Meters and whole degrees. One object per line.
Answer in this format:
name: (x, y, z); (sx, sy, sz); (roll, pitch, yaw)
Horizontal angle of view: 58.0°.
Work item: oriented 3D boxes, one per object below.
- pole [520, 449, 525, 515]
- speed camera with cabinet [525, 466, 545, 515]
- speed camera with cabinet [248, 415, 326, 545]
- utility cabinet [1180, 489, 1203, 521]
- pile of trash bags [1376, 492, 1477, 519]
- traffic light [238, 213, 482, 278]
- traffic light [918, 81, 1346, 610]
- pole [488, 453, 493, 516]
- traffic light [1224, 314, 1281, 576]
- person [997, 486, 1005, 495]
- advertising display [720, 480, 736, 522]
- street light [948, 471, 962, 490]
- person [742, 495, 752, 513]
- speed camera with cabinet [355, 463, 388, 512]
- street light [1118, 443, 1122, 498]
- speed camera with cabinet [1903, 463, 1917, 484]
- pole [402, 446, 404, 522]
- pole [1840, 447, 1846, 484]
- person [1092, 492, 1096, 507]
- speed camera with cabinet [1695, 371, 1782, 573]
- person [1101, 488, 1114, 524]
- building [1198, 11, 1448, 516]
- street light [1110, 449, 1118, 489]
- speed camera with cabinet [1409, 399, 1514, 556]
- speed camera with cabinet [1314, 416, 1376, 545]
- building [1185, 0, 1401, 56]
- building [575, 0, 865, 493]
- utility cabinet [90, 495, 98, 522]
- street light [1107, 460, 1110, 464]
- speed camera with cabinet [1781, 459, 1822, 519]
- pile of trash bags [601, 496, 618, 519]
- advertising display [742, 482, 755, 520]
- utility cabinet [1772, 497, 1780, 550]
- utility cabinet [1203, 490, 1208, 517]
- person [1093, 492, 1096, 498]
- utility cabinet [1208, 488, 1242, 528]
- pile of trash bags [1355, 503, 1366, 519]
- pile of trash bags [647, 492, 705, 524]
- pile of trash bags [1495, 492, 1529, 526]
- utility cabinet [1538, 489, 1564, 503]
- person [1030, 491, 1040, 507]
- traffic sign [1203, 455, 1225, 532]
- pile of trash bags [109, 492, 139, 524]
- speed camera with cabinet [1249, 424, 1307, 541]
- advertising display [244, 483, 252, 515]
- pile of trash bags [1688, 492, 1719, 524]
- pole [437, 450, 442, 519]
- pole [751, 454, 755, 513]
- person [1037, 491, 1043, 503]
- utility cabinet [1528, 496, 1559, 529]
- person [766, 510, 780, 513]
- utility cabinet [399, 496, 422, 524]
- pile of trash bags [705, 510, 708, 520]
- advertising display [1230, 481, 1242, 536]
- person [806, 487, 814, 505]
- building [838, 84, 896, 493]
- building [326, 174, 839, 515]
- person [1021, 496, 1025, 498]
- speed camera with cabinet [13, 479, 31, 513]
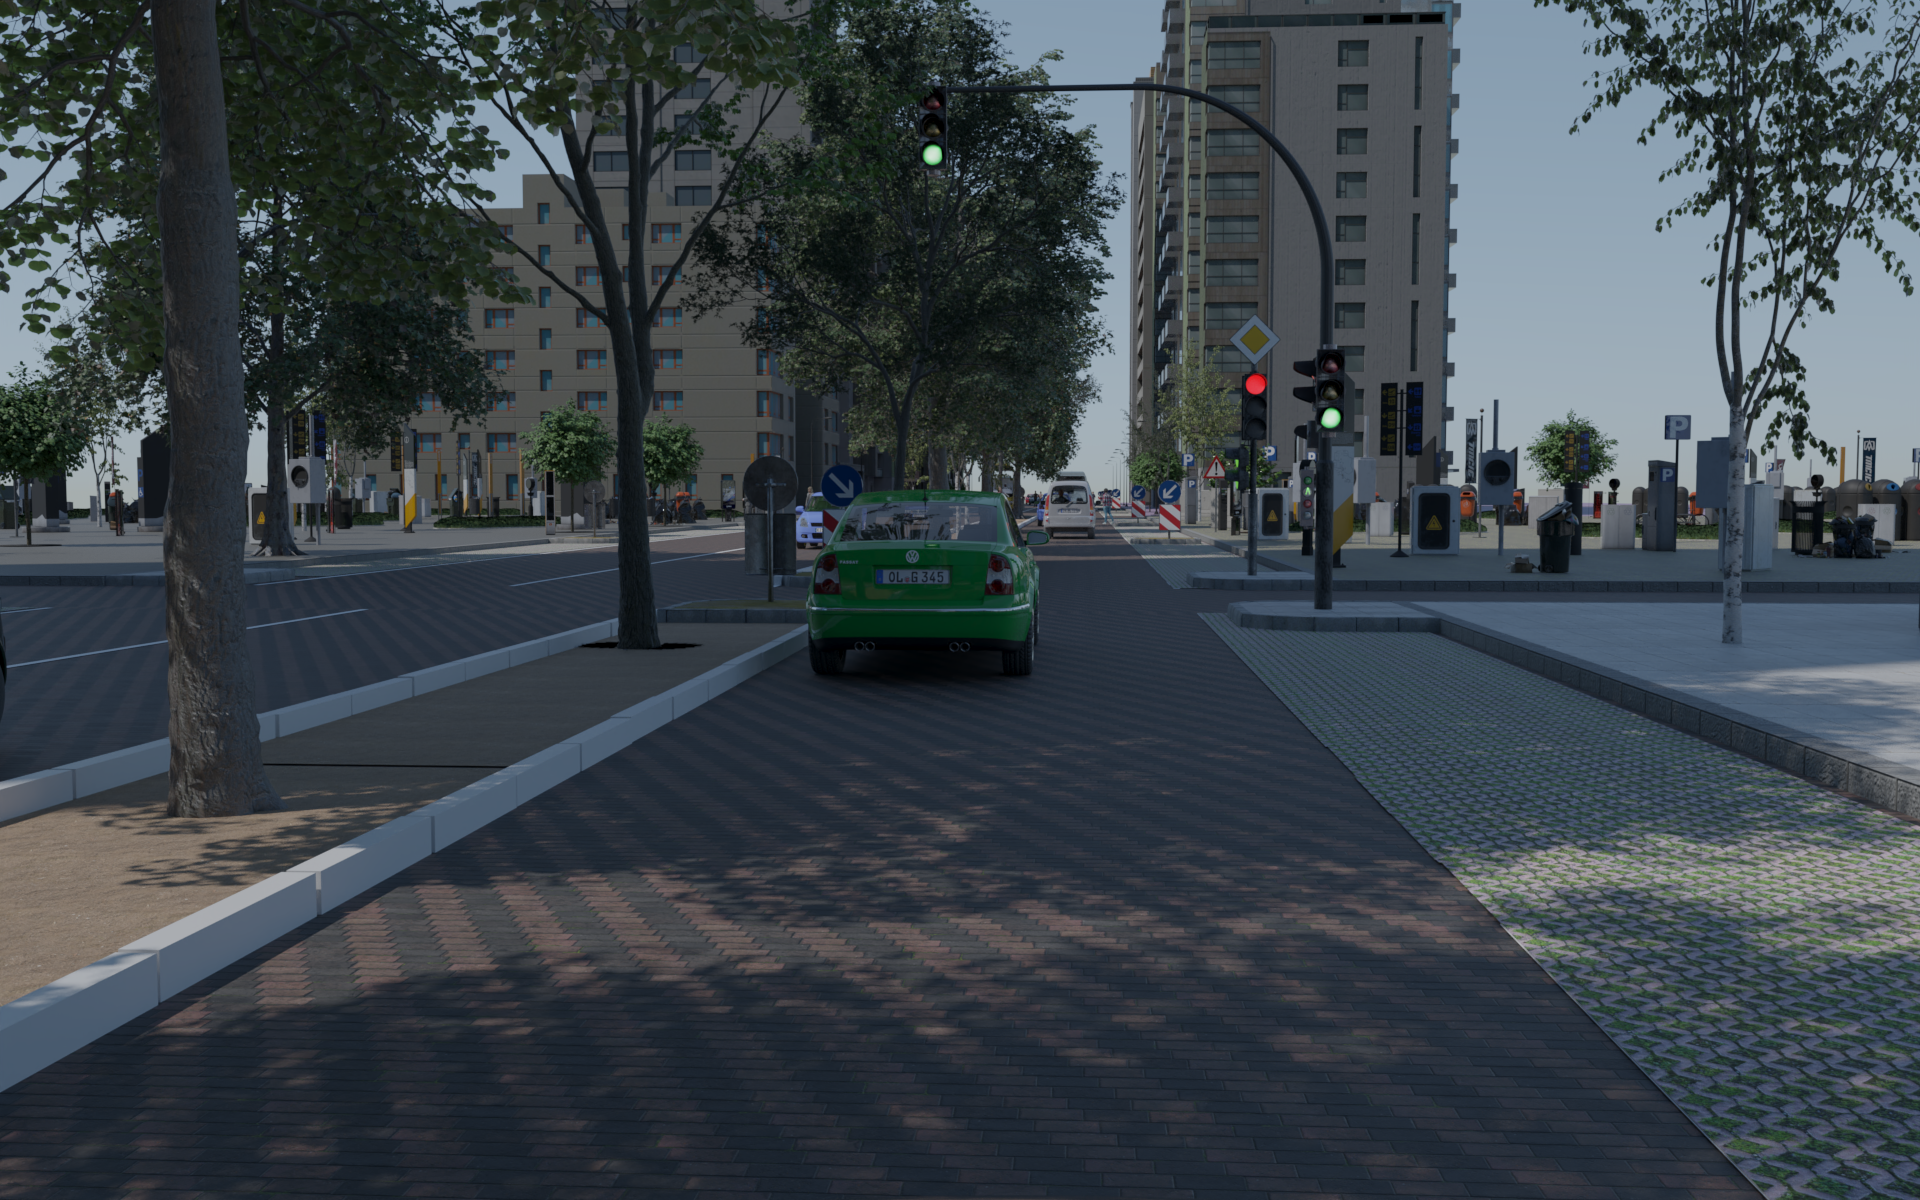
pole: (-19.871, -5.186, 78.633); (0.158, 3.312, 0.155); (0, 3, 0)
speed camera with cabinet: (-23.976, -6.339, 97.974); (0.660, 3.252, 2.038); (1, 4, 15)
speed camera with cabinet: (-16.960, -3.013, 43.593); (2.038, 3.252, 0.660); (1, 4, 23)
utility cabinet: (11.007, -4.546, 83.003); (0.318, 1.500, 1.173); (-2, 4, -33)
pile of trash bags: (17.779, -3.402, 65.381); (3.447, 1.369, 1.912); (2, 4, 34)
traffic light: (-10.189, -3.277, 28.254); (4.771, 5.953, 1.251); (0, 4, 4)
traffic light: (1.935, -2.726, 19.238); (4.771, 5.953, 1.251); (0, 4, 4)
pole: (-23.433, -5.667, 86.506); (0.158, 3.312, 0.155); (0, 3, 0)
traffic light: (4.588, -2.341, 27.199); (0.839, 4.253, 0.868); (0, 4, 4)
person: (1.929, -4.595, 83.638); (0.555, 1.821, 0.388); (-1, 4, -16)
advertising display: (-10.744, -4.590, 80.260); (0.123, 1.923, 0.974); (2, 4, 31)
street light: (-0.850, -14.590, 211.080); (1.470, 5.913, 1.316); (0, 4, 4)
person: (-9.270, -4.109, 75.492); (0.447, 1.846, 0.655); (0, 4, -3)
speed camera with cabinet: (-33.536, -6.389, 98.792); (0.660, 3.252, 2.038); (2, 4, 27)
street light: (15.114, -11.176, 155.272); (1.470, 5.913, 1.316); (0, 4, 4)
speed camera with cabinet: (49.831, -5.918, 91.101); (0.660, 3.252, 2.038); (1, 4, 19)
pole: (-23.116, -4.793, 72.204); (0.158, 3.312, 0.155); (0, 3, 0)
pole: (37.993, -4.940, 74.609); (0.158, 3.312, 0.155); (0, 3, 0)
person: (14.816, -11.231, 193.050); (0.530, 1.710, 0.541); (-2, 4, -29)
speed camera with cabinet: (12.822, -2.098, 28.633); (0.660, 3.252, 2.038); (3, 5, 44)
person: (7.040, -4.491, 82.760); (0.563, 1.720, 0.643); (-3, 4, -37)
building: (21.939, -20.590, 108.346); (14.160, 30.474, 14.107); (0, 4, 4)
street light: (17.636, -13.418, 191.931); (1.470, 5.913, 1.316); (0, 4, 4)
speed camera with cabinet: (10.480, -2.560, 36.185); (2.038, 3.252, 0.660); (1, 4, 11)
speed camera with cabinet: (9.875, -3.066, 44.467); (0.660, 3.252, 2.038); (-1, 4, -19)
building: (22.795, -26.839, 122.406); (14.154, 41.232, 14.086); (0, 4, 4)
building: (-18.676, -43.065, 142.364); (20.563, 71.187, 20.611); (0, 4, 4)
utility cabinet: (-40.708, -4.297, 81.425); (0.306, 1.237, 1.020); (-2, 4, -24)
street light: (19.389, -14.855, 215.417); (1.470, 5.913, 1.316); (0, 4, 4)
speed camera with cabinet: (33.716, -4.632, 70.072); (2.038, 3.252, 0.660); (1, 4, 23)
pile of trash bags: (-17.405, -4.923, 90.248); (1.912, 1.369, 3.447); (2, 4, 27)
advertising display: (-10.415, -4.908, 85.463); (0.123, 1.923, 0.974); (2, 4, 27)
utility cabinet: (18.731, -1.773, 40.147); (0.306, 1.237, 1.020); (3, 4, 36)
utility cabinet: (13.572, -5.351, 96.160); (1.173, 1.500, 0.318); (3, 5, 44)
person: (17.410, -13.355, 227.376); (1.217, 1.766, 0.721); (-3, 5, -44)
utility cabinet: (9.997, -3.440, 64.925); (1.173, 1.500, 0.318); (3, 4, 38)
pile of trash bags: (19.699, -4.551, 84.160); (1.912, 1.369, 3.447); (0, 4, -5)
pile of trash bags: (-12.499, -4.066, 76.239); (1.912, 1.369, 3.447); (0, 4, -2)
pile of trash bags: (23.042, -3.769, 71.383); (1.912, 1.369, 3.447); (1, 4, 13)
utility cabinet: (25.844, -4.093, 75.598); (0.318, 1.500, 1.173); (-3, 5, -44)
person: (8.382, -11.265, 192.698); (1.348, 1.821, 0.705); (-2, 4, -31)
traffic sign: (8.597, -3.556, 58.138); (0.884, 2.594, 0.081); (0, 4, 7)
pile of trash bags: (-36.227, -4.054, 76.034); (1.912, 1.369, 3.447); (0, 4, 4)
speed camera with cabinet: (9.089, -3.298, 48.260); (2.038, 3.252, 0.660); (-1, 4, -18)
advertising display: (-40.776, -5.743, 99.112); (0.123, 1.923, 0.974); (0, 4, 5)
pile of trash bags: (28.574, -3.331, 64.214); (1.912, 1.369, 3.447); (-2, 4, -34)
pole: (-24.090, -5.280, 80.164); (0.158, 3.312, 0.155); (0, 3, 0)
pole: (-10.470, -5.736, 87.621); (0.158, 3.312, 0.155); (0, 3, 0)
person: (9.134, -11.473, 196.798); (1.217, 1.736, 0.721); (2, 4, 28)
utility cabinet: (21.398, -3.201, 63.506); (1.020, 1.237, 0.306); (2, 4, 30)
person: (-5.304, -2.490, 49.392); (0.537, 1.800, 0.526); (-1, 4, -21)
utility cabinet: (-23.582, -3.865, 74.359); (0.306, 1.237, 1.020); (2, 4, 31)
pile of trash bags: (-13.668, -4.705, 86.676); (1.912, 1.369, 3.447); (-1, 4, -12)
advertising display: (8.553, -2.965, 53.684); (0.123, 1.923, 0.974); (2, 4, 25)
person: (-7.534, -4.860, 88.137); (0.709, 1.800, 0.728); (3, 5, 40)
building: (-13.563, -29.214, 161.244); (14.154, 41.232, 14.086); (0, 4, 4)
building: (-24.075, -16.766, 119.167); (27.650, 21.520, 28.899); (0, 4, 4)
person: (7.971, -12.662, 218.706); (0.628, 1.438, 0.799); (-3, 5, -43)
speed camera with cabinet: (-44.846, -5.378, 82.271); (2.038, 3.252, 0.660); (3, 5, 41)
